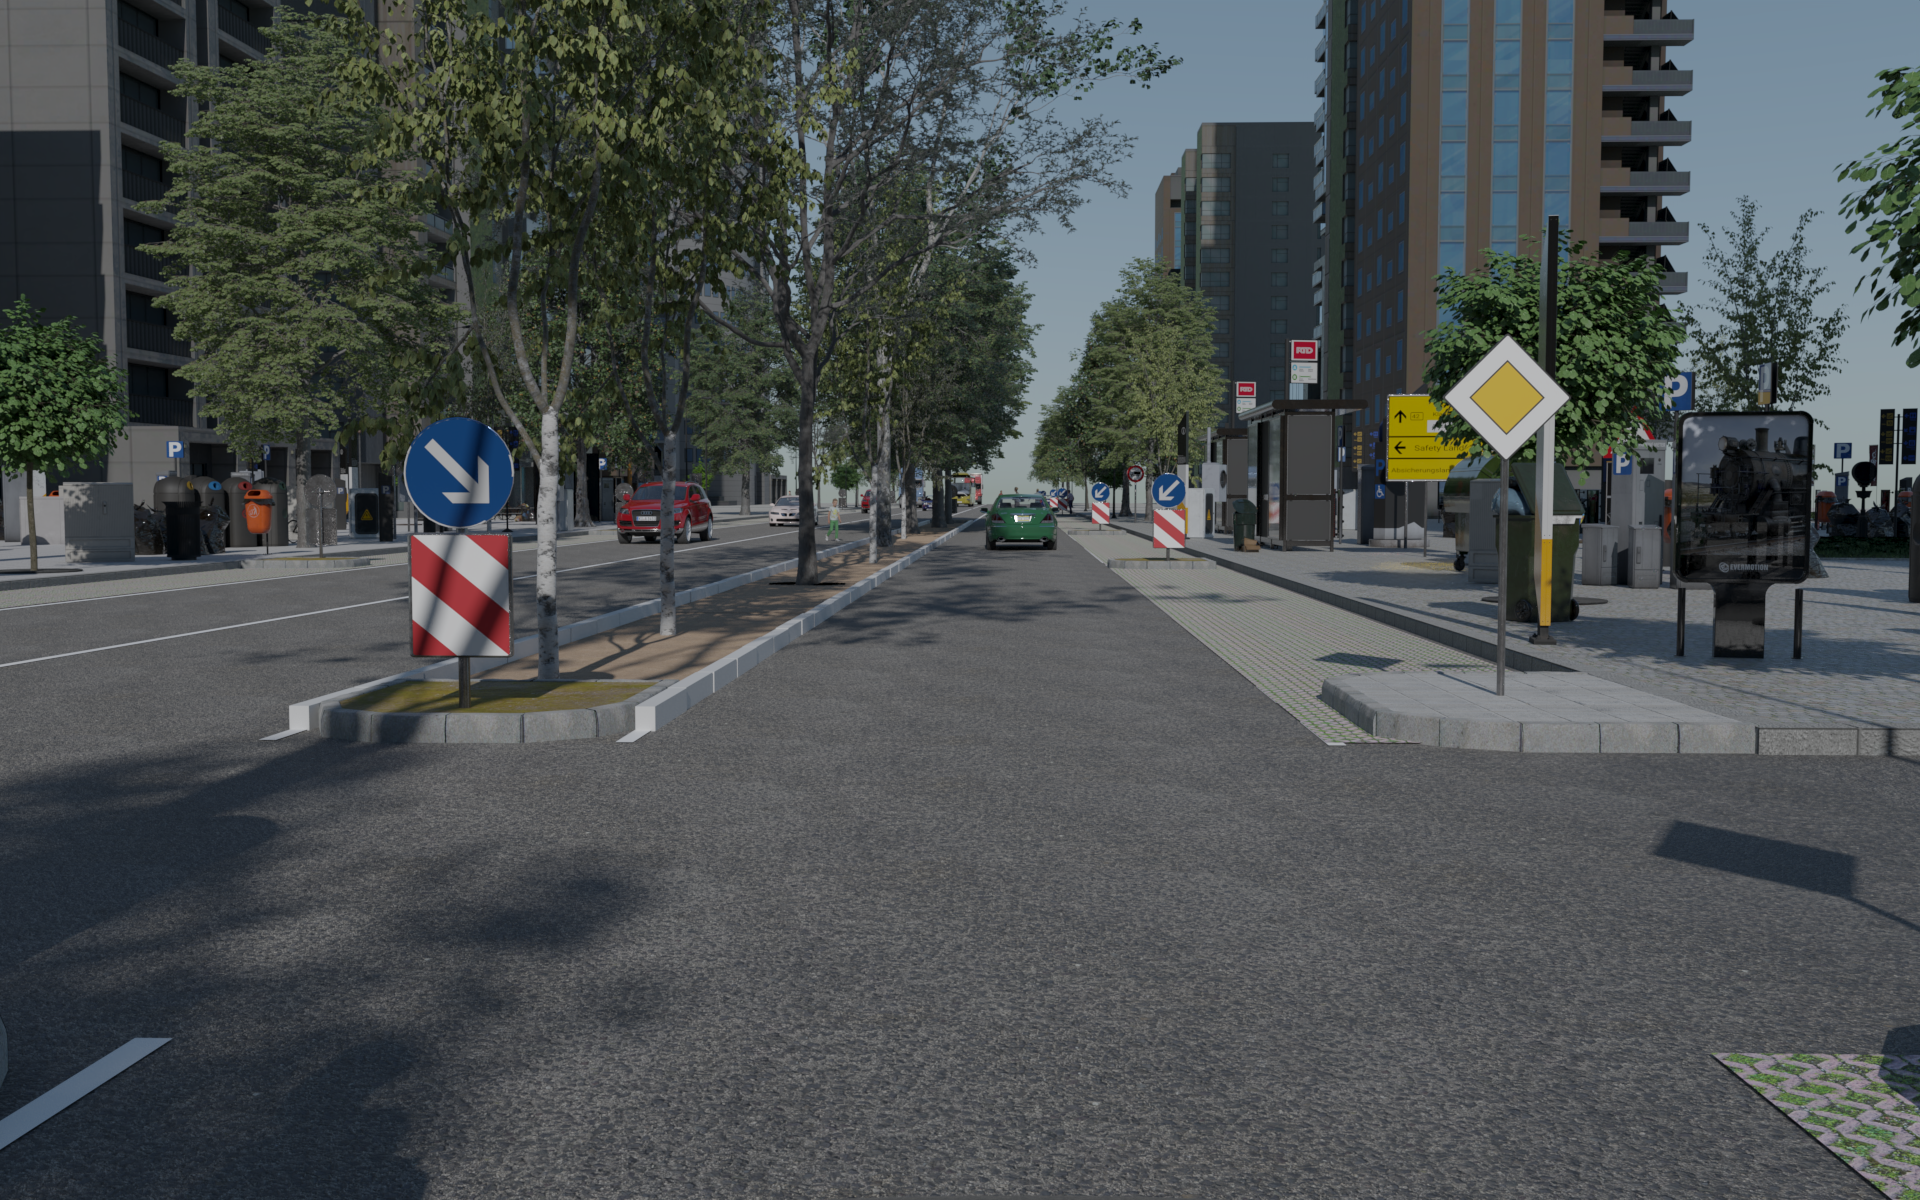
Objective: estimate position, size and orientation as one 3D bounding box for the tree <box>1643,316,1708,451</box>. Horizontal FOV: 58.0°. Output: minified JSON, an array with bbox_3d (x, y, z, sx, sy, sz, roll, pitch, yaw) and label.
[{"bbox_3d":[28.788,-7.450,72.169,4.360,8.622,3.978,0,3,0],"label":"tree"}]

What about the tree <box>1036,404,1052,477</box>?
[{"bbox_3d":[11.215,-16.068,180.841,7.486,12.596,7.792,0,3,0],"label":"tree"}]

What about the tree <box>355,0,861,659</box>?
[{"bbox_3d":[-2.984,-3.955,17.491,4.737,8.622,4.395,0,3,0],"label":"tree"}]

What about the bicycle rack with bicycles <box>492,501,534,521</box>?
[{"bbox_3d":[-21.877,-4.378,84.955,2.925,0.926,2.852,0,4,-2],"label":"bicycle rack with bicycles"}]

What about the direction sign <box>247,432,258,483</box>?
[{"bbox_3d":[-24.294,-4.129,59.504,0.379,3.537,0.876,0,4,-2],"label":"direction sign"}]

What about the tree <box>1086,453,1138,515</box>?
[{"bbox_3d":[9.684,-7.632,108.502,4.285,4.588,4.351,0,3,0],"label":"tree"}]

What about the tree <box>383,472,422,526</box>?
[{"bbox_3d":[-22.519,-4.671,70.979,1.663,3.219,1.824,0,3,0],"label":"tree"}]

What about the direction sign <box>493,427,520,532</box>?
[{"bbox_3d":[-15.224,-4.047,58.162,0.876,3.537,0.379,0,4,2],"label":"direction sign"}]

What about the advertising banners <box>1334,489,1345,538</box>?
[{"bbox_3d":[10.988,-3.350,50.955,0.090,3.025,2.074,0,4,-3],"label":"advertising banners"}]

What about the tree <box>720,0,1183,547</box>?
[{"bbox_3d":[-0.868,-11.437,45.349,12.611,20.169,13.585,0,3,0],"label":"tree"}]

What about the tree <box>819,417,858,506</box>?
[{"bbox_3d":[-11.129,-16.042,180.405,7.486,12.596,7.792,0,3,0],"label":"tree"}]

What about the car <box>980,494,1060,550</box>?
[{"bbox_3d":[1.592,-2.075,45.717,2.131,1.459,4.920,0,4,0],"label":"car"}]

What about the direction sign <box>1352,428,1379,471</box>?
[{"bbox_3d":[13.977,-4.144,59.753,0.876,3.537,0.379,1,4,17],"label":"direction sign"}]

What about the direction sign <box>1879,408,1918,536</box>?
[{"bbox_3d":[24.834,-3.297,45.910,0.876,3.537,0.379,3,4,36],"label":"direction sign"}]

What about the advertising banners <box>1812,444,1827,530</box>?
[{"bbox_3d":[30.438,-3.989,61.404,0.090,3.025,2.074,3,5,43],"label":"advertising banners"}]

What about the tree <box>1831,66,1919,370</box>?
[{"bbox_3d":[6.675,-1.584,9.607,4.285,4.588,4.351,0,3,0],"label":"tree"}]

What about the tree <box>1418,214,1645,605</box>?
[{"bbox_3d":[6.919,-2.247,20.453,4.285,4.588,4.351,0,3,0],"label":"tree"}]

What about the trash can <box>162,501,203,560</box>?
[{"bbox_3d":[-15.084,-1.344,33.633,0.748,1.137,0.748,0,3,0],"label":"trash can"}]

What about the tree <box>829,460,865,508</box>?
[{"bbox_3d":[-10.758,-11.034,164.125,4.285,4.588,4.351,0,3,0],"label":"tree"}]

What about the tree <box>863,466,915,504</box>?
[{"bbox_3d":[-9.061,-19.412,234.397,9.611,12.733,9.660,0,3,0],"label":"tree"}]

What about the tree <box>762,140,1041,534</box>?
[{"bbox_3d":[-1.766,-9.332,61.686,9.857,13.997,8.962,0,3,0],"label":"tree"}]

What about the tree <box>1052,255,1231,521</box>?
[{"bbox_3d":[9.407,-10.073,82.813,7.486,12.596,7.792,0,3,0],"label":"tree"}]

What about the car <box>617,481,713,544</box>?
[{"bbox_3d":[-8.693,-2.612,51.376,2.281,1.827,5.304,0,4,3],"label":"car"}]

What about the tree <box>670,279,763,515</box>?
[{"bbox_3d":[-12.969,-12.077,104.109,9.857,13.997,8.962,0,3,0],"label":"tree"}]

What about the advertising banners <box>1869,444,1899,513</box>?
[{"bbox_3d":[32.383,-3.937,60.556,0.090,3.025,2.074,0,4,-5],"label":"advertising banners"}]

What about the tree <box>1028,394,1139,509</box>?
[{"bbox_3d":[10.961,-13.176,149.841,8.767,10.594,7.601,-1,4,-18],"label":"tree"}]

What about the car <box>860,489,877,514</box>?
[{"bbox_3d":[-6.245,-7.357,128.953,2.281,1.827,5.304,0,4,0],"label":"car"}]

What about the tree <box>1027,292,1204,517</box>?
[{"bbox_3d":[9.569,-11.100,98.485,9.611,12.733,9.660,0,3,0],"label":"tree"}]

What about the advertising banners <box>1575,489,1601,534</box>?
[{"bbox_3d":[18.825,-3.479,53.063,2.074,3.025,0.090,-1,4,-22],"label":"advertising banners"}]

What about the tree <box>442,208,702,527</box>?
[{"bbox_3d":[-14.701,-9.172,66.972,9.611,12.733,9.660,0,3,0],"label":"tree"}]

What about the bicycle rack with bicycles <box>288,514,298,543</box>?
[{"bbox_3d":[-17.887,-1.969,45.576,2.852,0.926,2.925,1,4,8],"label":"bicycle rack with bicycles"}]

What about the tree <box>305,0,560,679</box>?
[{"bbox_3d":[-3.045,-3.660,12.663,4.737,8.622,4.395,0,3,0],"label":"tree"}]

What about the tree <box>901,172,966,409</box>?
[{"bbox_3d":[-1.826,-5.071,35.724,4.737,8.622,4.395,0,3,0],"label":"tree"}]

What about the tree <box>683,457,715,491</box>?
[{"bbox_3d":[-13.818,-5.923,91.445,1.663,3.219,1.824,0,3,0],"label":"tree"}]

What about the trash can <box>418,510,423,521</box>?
[{"bbox_3d":[-25.662,-4.326,82.390,0.748,1.137,0.748,0,3,0],"label":"trash can"}]

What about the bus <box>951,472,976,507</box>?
[{"bbox_3d":[0.227,-12.482,195.630,2.896,3.916,12.252,0,4,3],"label":"bus"}]

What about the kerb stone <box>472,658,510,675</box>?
[{"bbox_3d":[-3.888,0.498,14.082,0.120,0.150,1.000,0,4,2],"label":"kerb stone"}]

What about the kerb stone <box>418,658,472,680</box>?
[{"bbox_3d":[-3.916,0.560,13.051,0.120,0.150,1.000,0,4,2],"label":"kerb stone"}]

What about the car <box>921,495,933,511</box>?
[{"bbox_3d":[-2.302,-8.244,147.368,1.945,1.354,3.894,0,4,2],"label":"car"}]

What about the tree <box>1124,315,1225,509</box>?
[{"bbox_3d":[8.505,-7.386,71.123,4.737,8.622,4.395,0,3,0],"label":"tree"}]

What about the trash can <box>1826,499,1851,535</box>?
[{"bbox_3d":[27.007,-2.547,53.295,0.748,1.137,0.748,0,3,0],"label":"trash can"}]

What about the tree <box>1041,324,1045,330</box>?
[{"bbox_3d":[-0.882,-10.022,72.970,9.857,13.997,8.962,0,3,0],"label":"tree"}]

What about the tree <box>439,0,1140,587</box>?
[{"bbox_3d":[-2.423,-6.977,26.903,12.009,13.543,11.850,0,3,0],"label":"tree"}]

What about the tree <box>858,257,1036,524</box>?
[{"bbox_3d":[-0.468,-9.858,81.758,7.486,12.596,7.792,0,3,0],"label":"tree"}]

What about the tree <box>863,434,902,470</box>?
[{"bbox_3d":[-9.227,-16.346,201.675,8.767,10.594,7.601,2,4,29],"label":"tree"}]

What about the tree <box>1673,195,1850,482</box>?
[{"bbox_3d":[19.658,-5.622,42.289,4.737,8.622,4.395,0,3,0],"label":"tree"}]

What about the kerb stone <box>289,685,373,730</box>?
[{"bbox_3d":[-3.989,0.685,10.997,0.120,0.150,1.000,0,4,2],"label":"kerb stone"}]

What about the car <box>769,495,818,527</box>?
[{"bbox_3d":[-7.432,-3.996,77.695,2.083,1.381,4.827,0,4,1],"label":"car"}]

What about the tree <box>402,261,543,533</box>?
[{"bbox_3d":[-15.059,-6.359,54.340,4.360,8.622,3.978,0,3,0],"label":"tree"}]

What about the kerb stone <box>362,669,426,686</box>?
[{"bbox_3d":[-3.953,0.622,12.022,0.120,0.150,1.000,0,4,2],"label":"kerb stone"}]

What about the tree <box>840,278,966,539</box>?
[{"bbox_3d":[-1.774,-6.212,54.386,4.360,8.622,3.978,0,3,0],"label":"tree"}]

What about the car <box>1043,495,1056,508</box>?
[{"bbox_3d":[8.725,-9.751,172.002,1.945,1.354,3.894,0,4,3],"label":"car"}]

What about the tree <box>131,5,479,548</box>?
[{"bbox_3d":[-15.299,-7.498,40.719,7.486,12.596,7.792,0,3,0],"label":"tree"}]

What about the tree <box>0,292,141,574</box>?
[{"bbox_3d":[-15.293,-2.735,28.438,4.285,4.588,4.351,0,3,0],"label":"tree"}]
